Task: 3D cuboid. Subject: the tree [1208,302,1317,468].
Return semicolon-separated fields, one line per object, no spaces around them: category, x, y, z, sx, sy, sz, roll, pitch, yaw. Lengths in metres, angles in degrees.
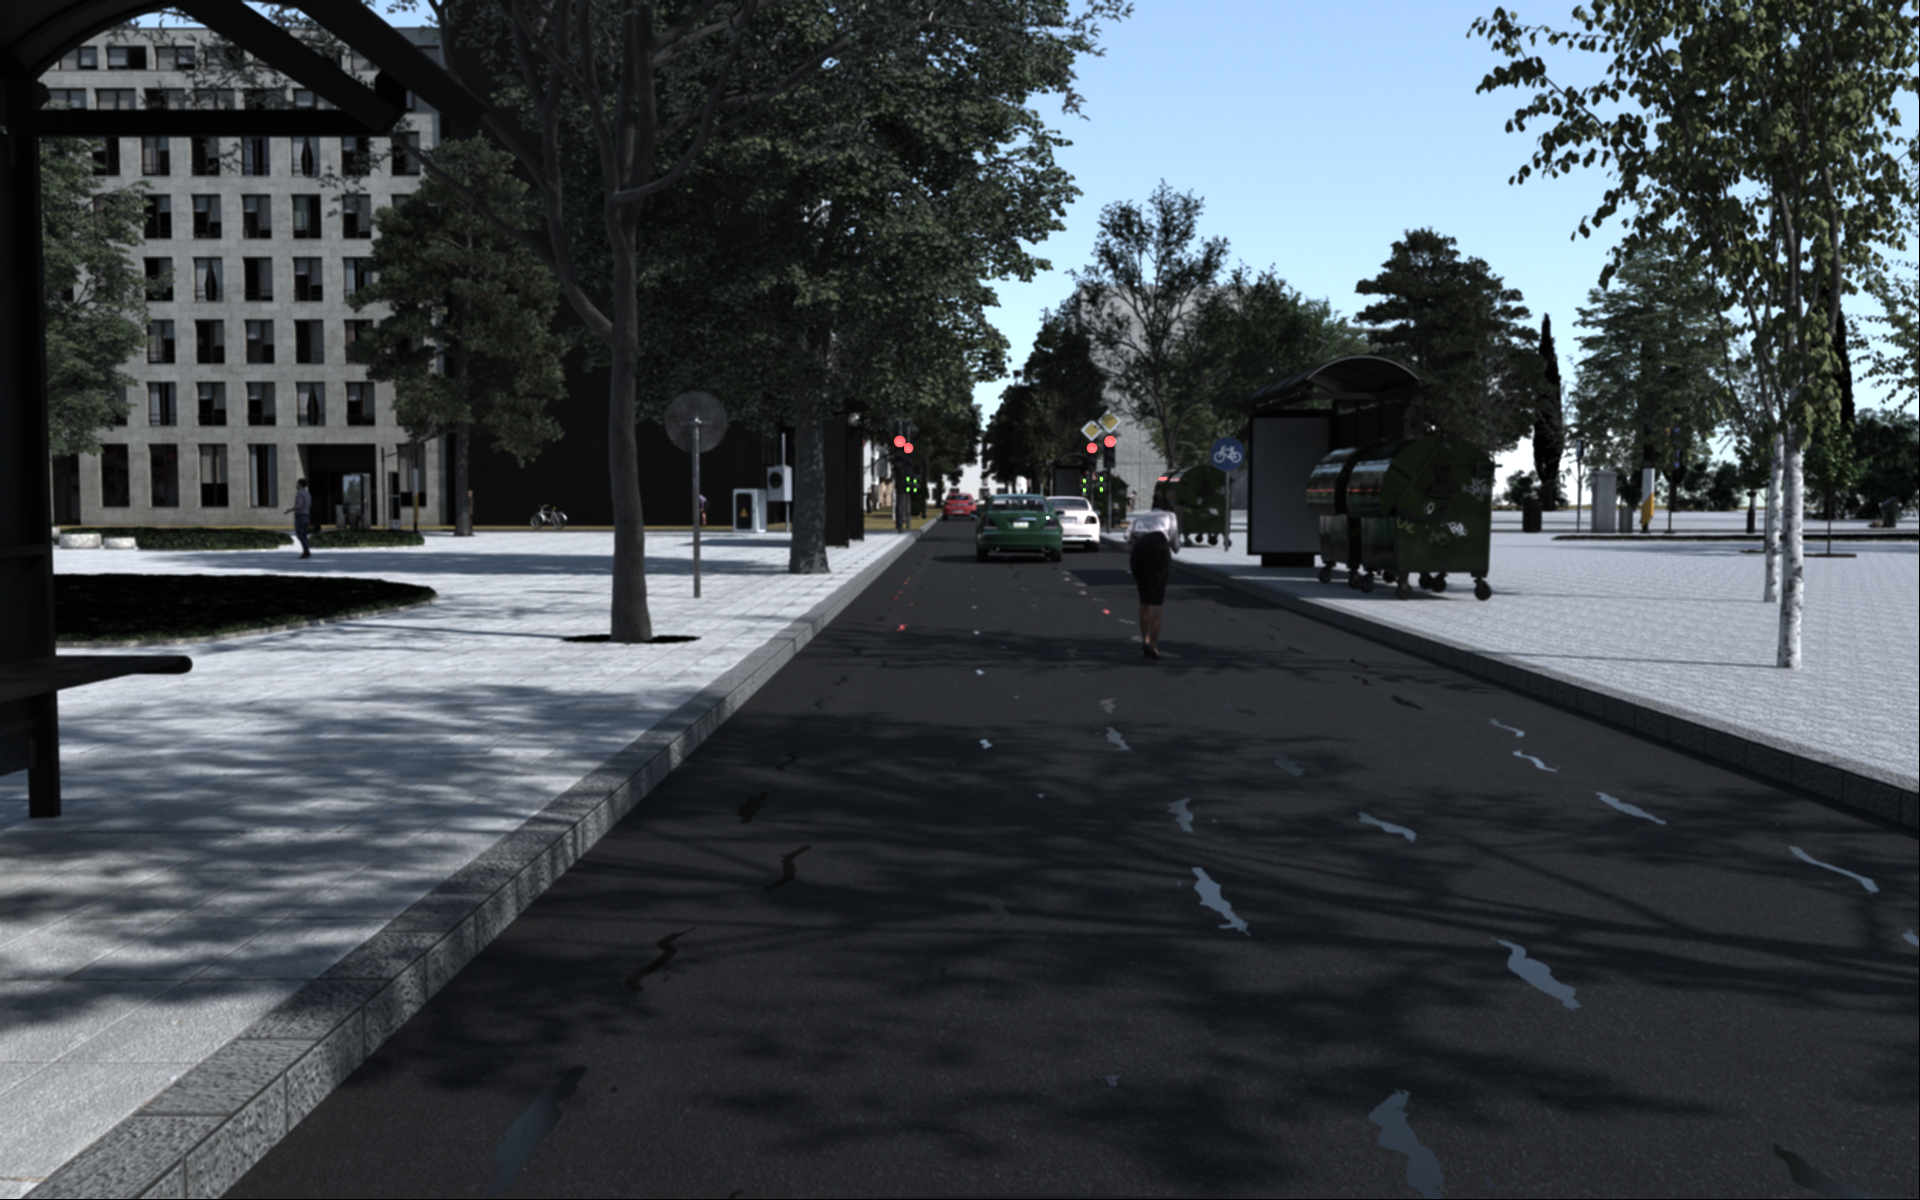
tree;16.876;-10.456;93.013;6.751;12.117;7.091;0;3;0

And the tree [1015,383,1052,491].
tree;6.645;-15.037;167.915;6.751;12.117;7.091;0;3;0

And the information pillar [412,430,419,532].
information pillar;-17.900;-4.009;56.897;0.183;3.616;0.504;-2;4;-28

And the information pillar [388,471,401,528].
information pillar;-18.369;-3.166;56.259;0.304;2.012;0.304;-3;4;-36

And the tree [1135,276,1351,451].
tree;15.406;-9.646;83.467;9.928;11.665;9.643;0;3;0

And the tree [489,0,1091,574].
tree;-2.561;-7.401;27.669;9.857;13.997;8.962;0;3;0

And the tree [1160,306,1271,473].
tree;15.294;-11.312;103.080;7.486;12.596;7.792;0;3;0

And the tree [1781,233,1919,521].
tree;46.086;-10.971;81.196;13.155;14.587;18.604;-2;4;-35

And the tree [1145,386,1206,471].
tree;13.744;-9.886;112.004;4.737;8.622;4.395;0;3;0

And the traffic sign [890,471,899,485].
traffic sign;-3.411;-5.725;93.711;0.768;2.556;0.104;1;4;9

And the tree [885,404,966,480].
tree;-2.894;-13.676;141.721;7.486;12.596;7.792;0;3;0

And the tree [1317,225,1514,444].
tree;18.427;-9.011;69.384;6.751;12.117;7.091;0;3;0

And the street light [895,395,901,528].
street light;-2.340;-5.614;64.583;0.468;5.910;1.993;0;4;0

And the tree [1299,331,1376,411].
tree;30.144;-13.883;133.647;9.857;13.997;8.962;0;3;0

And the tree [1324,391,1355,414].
tree;27.407;-10.683;125.022;4.360;8.622;3.978;0;3;0

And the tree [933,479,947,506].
tree;-1.961;-11.923;189.542;1.663;3.219;1.824;0;3;0

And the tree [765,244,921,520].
tree;-3.425;-6.113;50.309;4.360;8.622;3.978;0;3;0

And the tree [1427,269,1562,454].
tree;28.732;-11.457;94.749;7.806;13.903;7.818;0;3;0

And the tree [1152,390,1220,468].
tree;15.406;-10.271;118.290;4.360;8.622;3.978;0;3;0

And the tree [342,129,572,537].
tree;-14.996;-7.946;51.972;6.751;12.117;7.091;0;3;0

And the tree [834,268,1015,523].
tree;-2.497;-9.456;76.655;6.751;12.117;7.091;0;3;0

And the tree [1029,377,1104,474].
tree;6.891;-9.669;108.455;4.360;8.622;3.978;0;3;0

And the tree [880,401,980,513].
tree;-2.111;-11.338;119.793;7.601;10.594;8.767;0;4;3

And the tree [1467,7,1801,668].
tree;5.891;-3.804;12.552;4.737;8.622;4.395;0;3;0

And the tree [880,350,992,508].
tree;-2.793;-13.753;132.283;7.806;13.903;7.818;0;3;0

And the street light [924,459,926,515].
street light;-2.207;-8.298;108.454;0.468;5.910;1.993;0;4;0

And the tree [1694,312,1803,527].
tree;31.154;-7.209;68.226;4.360;8.622;3.978;0;3;0

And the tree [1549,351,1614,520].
tree;31.158;-8.356;86.986;4.360;8.622;3.978;0;3;0

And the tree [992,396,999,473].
tree;6.177;-17.434;192.461;7.806;13.903;7.818;0;3;0

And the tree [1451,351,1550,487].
tree;25.912;-8.268;85.552;4.360;8.622;3.978;0;3;0

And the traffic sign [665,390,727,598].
traffic sign;-3.246;-1.297;21.313;0.768;2.556;0.104;0;4;1

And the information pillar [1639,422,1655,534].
information pillar;22.295;-3.960;56.101;0.183;3.616;0.504;-1;4;-16

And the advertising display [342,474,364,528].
advertising display;-19.945;-3.164;56.943;0.974;1.923;0.123;2;4;34

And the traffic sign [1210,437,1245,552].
traffic sign;5.952;-2.354;38.593;0.768;2.556;0.104;0;4;7

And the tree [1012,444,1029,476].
tree;6.510;-12.169;149.325;4.360;8.622;3.978;0;3;0

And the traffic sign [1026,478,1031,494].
traffic sign;5.712;-8.548;139.864;0.768;2.556;0.104;0;4;5

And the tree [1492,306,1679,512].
tree;48.017;-13.755;126.712;18.604;14.587;13.155;1;4;22

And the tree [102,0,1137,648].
tree;-3.007;-6.376;14.620;12.009;13.543;11.850;0;3;0

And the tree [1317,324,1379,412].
tree;26.359;-12.098;115.928;7.486;12.596;7.792;0;3;0

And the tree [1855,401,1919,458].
tree;58.964;-8.694;105.060;11.467;7.101;20.602;-2;4;-27

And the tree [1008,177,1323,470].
tree;6.312;-7.095;50.422;8.767;10.594;7.601;1;4;9

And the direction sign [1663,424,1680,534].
direction sign;22.990;-3.915;56.013;0.876;3.537;0.379;-2;4;-35

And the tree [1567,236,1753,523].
tree;30.545;-9.639;75.731;7.486;12.596;7.792;0;3;0

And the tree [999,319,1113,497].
tree;6.970;-13.219;123.546;7.806;13.903;7.818;0;3;0

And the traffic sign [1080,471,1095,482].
traffic sign;5.782;-4.724;77.240;0.884;2.594;0.081;0;4;4

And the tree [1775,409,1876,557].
tree;17.957;-2.500;35.470;1.663;3.219;1.824;0;3;0

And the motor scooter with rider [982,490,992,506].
motor scooter with rider;1.954;-6.727;118.957;0.876;1.779;1.986;0;3;0

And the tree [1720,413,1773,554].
tree;17.710;-2.641;37.786;1.663;3.219;1.824;0;3;0

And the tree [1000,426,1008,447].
tree;5.898;-10.146;100.293;7.601;10.594;8.767;0;4;-5

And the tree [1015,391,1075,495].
tree;5.739;-10.197;117.081;4.737;8.622;4.395;0;3;0

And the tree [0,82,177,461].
tree;-28.748;-8.833;51.067;9.857;13.997;8.962;0;3;0
